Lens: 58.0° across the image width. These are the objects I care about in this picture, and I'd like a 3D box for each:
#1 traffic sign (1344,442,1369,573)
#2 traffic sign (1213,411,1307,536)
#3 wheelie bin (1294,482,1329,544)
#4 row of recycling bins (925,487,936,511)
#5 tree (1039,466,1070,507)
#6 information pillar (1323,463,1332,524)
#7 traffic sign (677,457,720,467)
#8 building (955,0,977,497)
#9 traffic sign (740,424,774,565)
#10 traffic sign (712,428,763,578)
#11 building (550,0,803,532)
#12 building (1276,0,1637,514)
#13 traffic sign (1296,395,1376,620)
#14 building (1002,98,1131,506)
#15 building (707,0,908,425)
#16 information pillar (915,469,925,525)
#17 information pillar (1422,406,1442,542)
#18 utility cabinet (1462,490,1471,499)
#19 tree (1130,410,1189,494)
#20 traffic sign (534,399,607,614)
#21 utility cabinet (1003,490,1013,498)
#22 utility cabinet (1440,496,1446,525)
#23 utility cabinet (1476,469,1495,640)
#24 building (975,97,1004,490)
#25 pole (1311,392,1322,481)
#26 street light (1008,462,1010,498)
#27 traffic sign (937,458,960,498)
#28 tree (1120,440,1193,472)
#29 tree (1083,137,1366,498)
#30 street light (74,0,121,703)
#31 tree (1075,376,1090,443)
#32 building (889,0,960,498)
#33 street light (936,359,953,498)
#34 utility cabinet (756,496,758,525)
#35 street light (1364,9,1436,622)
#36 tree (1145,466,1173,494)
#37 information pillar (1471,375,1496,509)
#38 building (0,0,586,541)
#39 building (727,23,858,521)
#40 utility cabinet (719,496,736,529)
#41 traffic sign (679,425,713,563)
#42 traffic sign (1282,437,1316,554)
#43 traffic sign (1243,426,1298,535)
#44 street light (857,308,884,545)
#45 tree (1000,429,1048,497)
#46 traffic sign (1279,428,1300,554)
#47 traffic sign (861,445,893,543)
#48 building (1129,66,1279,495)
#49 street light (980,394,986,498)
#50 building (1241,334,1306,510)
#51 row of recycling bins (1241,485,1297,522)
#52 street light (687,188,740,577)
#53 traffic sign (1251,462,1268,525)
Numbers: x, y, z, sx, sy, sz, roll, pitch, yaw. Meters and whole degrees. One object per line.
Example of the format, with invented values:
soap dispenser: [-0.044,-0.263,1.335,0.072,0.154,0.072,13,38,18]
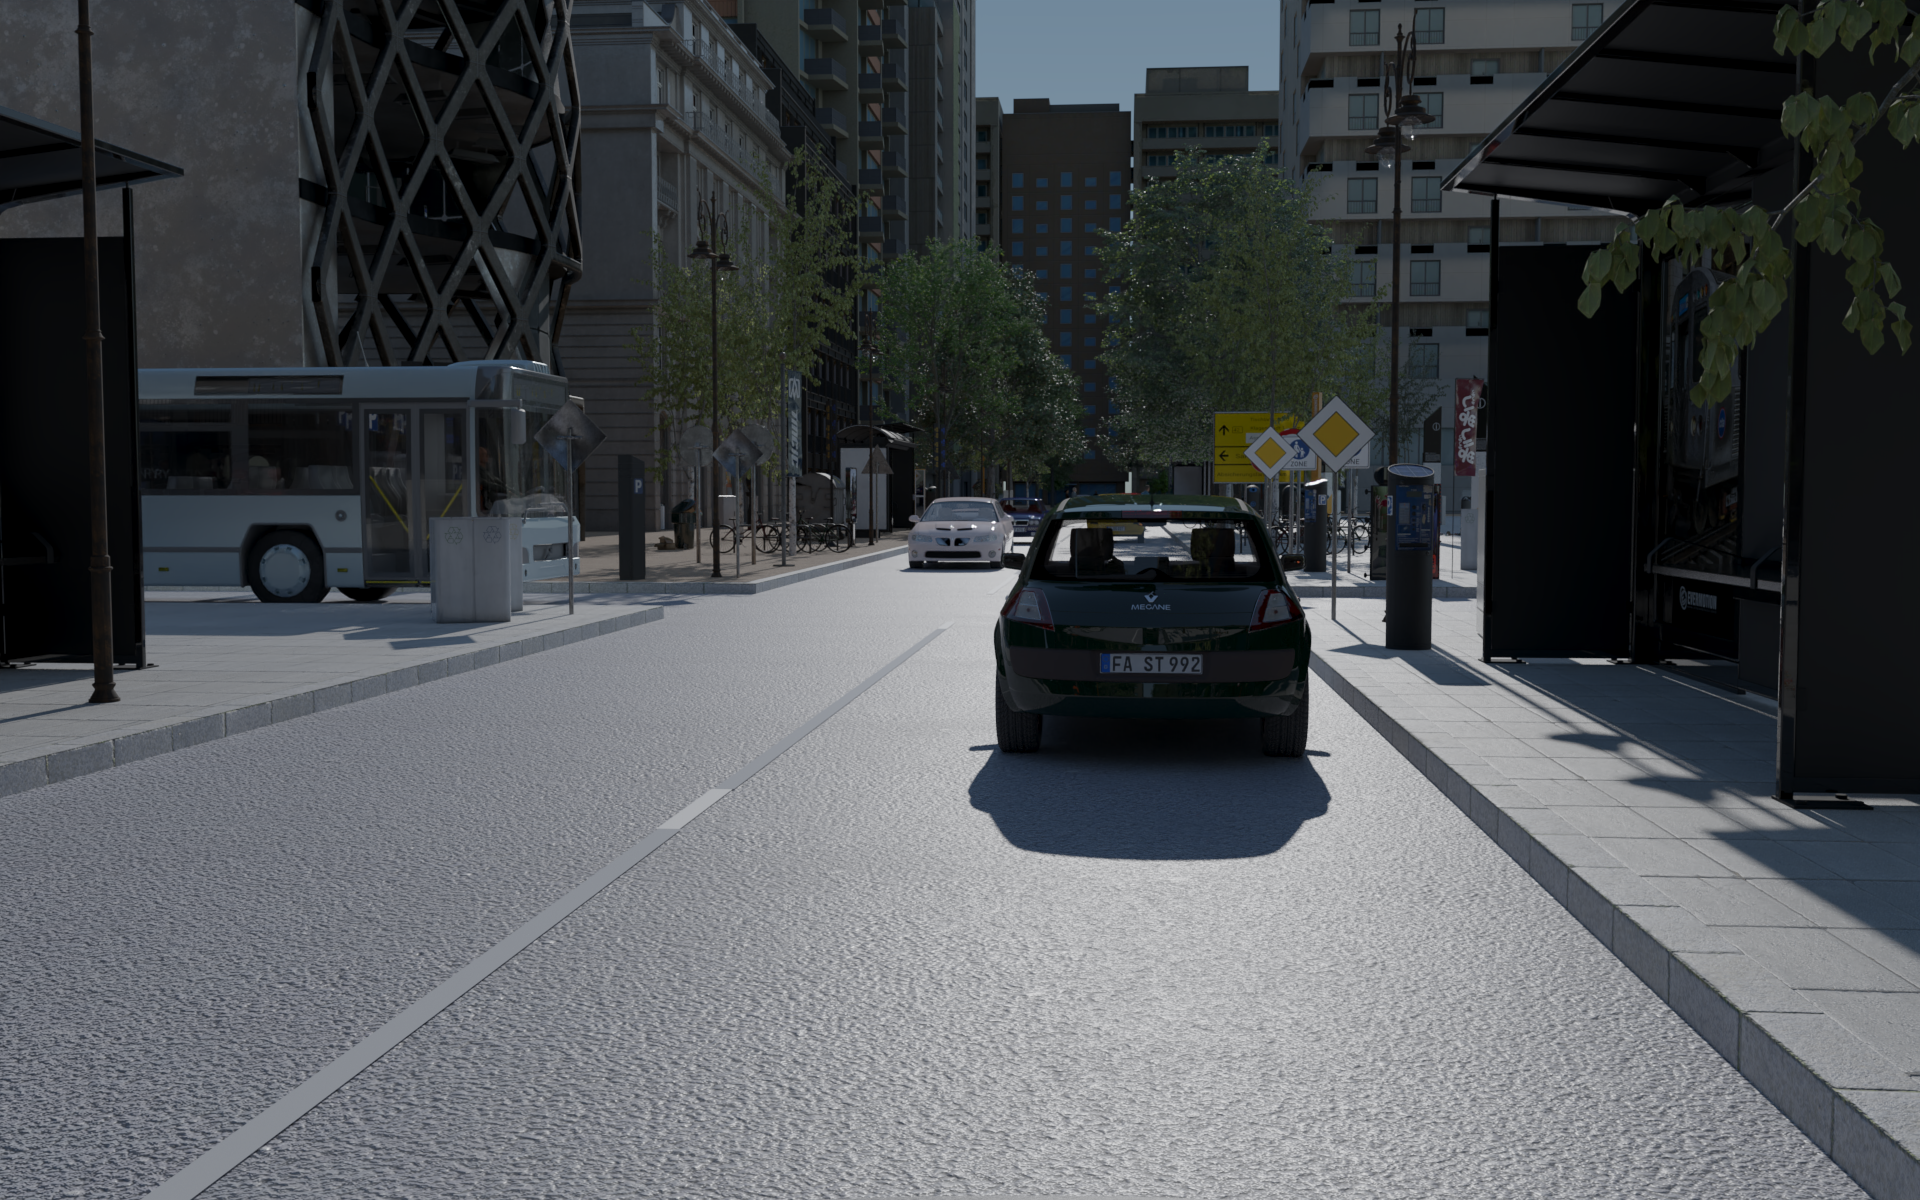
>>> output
traffic sign: [6.325,-1.589,28.110,0.606,2.300,0.079,0,4,6]
traffic sign: [7.350,-2.978,42.561,2.265,3.308,0.079,1,4,13]
wheelie bin: [9.086,-2.258,44.826,0.980,1.594,0.693,2,4,35]
row of recycling bins: [-2.516,-5.459,96.362,3.534,1.692,1.069,3,5,39]
tree: [9.570,-11.894,178.172,4.285,4.588,4.351,0,3,0]
information pillar: [14.204,-4.622,66.918,0.504,3.616,0.183,-3,5,-42]
traffic sign: [-5.082,-2.055,33.609,0.884,2.594,0.081,1,4,14]
building: [-9.524,-44.076,158.888,20.611,71.187,20.563,0,4,5]
traffic sign: [-3.755,-1.917,31.455,0.768,2.556,0.104,1,4,15]
traffic sign: [-3.383,-1.390,26.363,0.795,2.450,0.064,0,4,5]
building: [-15.086,-13.971,70.231,13.314,21.916,24.055,0,4,5]
building: [37.235,-32.629,122.718,28.713,52.752,27.495,0,4,5]
traffic sign: [3.815,-0.856,17.636,0.795,2.450,0.064,0,4,5]
building: [12.404,-33.575,199.062,14.200,45.320,14.600,0,4,5]
building: [-15.398,-28.272,116.868,22.147,44.769,28.867,0,4,5]
information pillar: [-1.178,-2.850,51.090,0.304,2.012,0.304,0,4,1]
information pillar: [12.535,-3.340,45.963,0.504,3.616,0.183,-1,4,-10]
utility cabinet: [28.450,-5.343,96.032,1.173,1.500,0.318,1,4,19]
tree: [16.316,-13.021,138.642,9.928,11.665,9.643,0,3,0]
traffic sign: [-4.141,-0.903,18.414,0.795,2.450,0.064,0,4,5]
utility cabinet: [2.651,-5.631,100.753,0.318,1.500,1.173,2,4,32]
utility cabinet: [19.611,-3.703,71.703,0.306,1.237,1.020,-3,4,-38]
utility cabinet: [4.788,-0.406,15.320,0.318,1.500,1.173,1,4,12]
building: [-5.201,-35.479,203.776,21.600,48.544,21.300,0,4,5]
pole: [7.155,-2.505,34.794,0.158,3.312,0.155,0,3,0]
street light: [2.650,-7.375,93.376,0.468,5.910,1.993,0,4,5]
traffic sign: [-0.412,-3.858,63.076,0.884,2.594,0.081,1,4,14]
tree: [17.386,-13.128,149.060,7.601,10.594,8.767,2,4,27]
tree: [9.352,-9.460,61.330,9.857,13.997,8.962,0,3,0]
street light: [-5.288,-2.308,10.526,0.468,5.910,1.993,0,4,5]
tree: [5.340,-12.059,122.920,9.928,11.665,9.643,0,3,0]
building: [-7.672,-27.836,138.705,14.154,41.232,14.086,0,4,5]
street light: [-0.535,-5.312,59.635,0.468,5.910,1.993,0,4,5]
utility cabinet: [-7.527,-3.188,63.289,0.306,1.237,1.020,0,4,-6]
street light: [4.320,-2.715,17.186,0.468,5.910,1.993,0,4,5]
tree: [13.583,-7.446,116.337,1.663,3.219,1.824,0,3,0]
information pillar: [10.272,-2.607,33.976,0.504,3.616,0.183,1,4,22]
building: [-18.459,-10.763,43.427,16.820,18.784,16.811,0,4,5]
building: [-12.658,-15.937,90.251,12.332,23.373,15.834,0,4,5]
utility cabinet: [-8.597,-3.253,64.341,0.306,1.237,1.020,2,4,29]
traffic sign: [-4.868,-1.961,32.174,0.768,2.556,0.104,1,4,11]
traffic sign: [5.914,-1.720,30.258,0.606,2.300,0.079,1,4,12]
traffic sign: [4.574,-1.342,25.586,0.795,2.450,0.064,0,4,5]
street light: [-2.217,-4.301,43.109,0.468,5.910,1.993,0,4,5]
tree: [4.338,-9.957,113.156,4.360,8.622,3.978,0,3,0]
traffic sign: [6.435,-2.049,33.611,0.768,2.556,0.104,0,4,7]
traffic sign: [-2.186,-2.791,45.638,0.884,2.594,0.081,1,4,15]
building: [30.503,-35.260,200.196,21.600,48.544,21.300,0,4,5]
street light: [0.973,-6.365,76.850,0.468,5.910,1.993,0,4,5]
building: [39.118,-18.760,151.764,27.650,21.520,28.899,0,4,5]
row of recycling bins: [14.167,-4.545,81.420,3.534,1.692,1.069,0,4,5]
street light: [-3.759,-3.289,26.571,0.468,5.910,1.993,0,4,5]
traffic sign: [7.440,-2.569,42.115,0.768,2.556,0.104,1,4,14]
